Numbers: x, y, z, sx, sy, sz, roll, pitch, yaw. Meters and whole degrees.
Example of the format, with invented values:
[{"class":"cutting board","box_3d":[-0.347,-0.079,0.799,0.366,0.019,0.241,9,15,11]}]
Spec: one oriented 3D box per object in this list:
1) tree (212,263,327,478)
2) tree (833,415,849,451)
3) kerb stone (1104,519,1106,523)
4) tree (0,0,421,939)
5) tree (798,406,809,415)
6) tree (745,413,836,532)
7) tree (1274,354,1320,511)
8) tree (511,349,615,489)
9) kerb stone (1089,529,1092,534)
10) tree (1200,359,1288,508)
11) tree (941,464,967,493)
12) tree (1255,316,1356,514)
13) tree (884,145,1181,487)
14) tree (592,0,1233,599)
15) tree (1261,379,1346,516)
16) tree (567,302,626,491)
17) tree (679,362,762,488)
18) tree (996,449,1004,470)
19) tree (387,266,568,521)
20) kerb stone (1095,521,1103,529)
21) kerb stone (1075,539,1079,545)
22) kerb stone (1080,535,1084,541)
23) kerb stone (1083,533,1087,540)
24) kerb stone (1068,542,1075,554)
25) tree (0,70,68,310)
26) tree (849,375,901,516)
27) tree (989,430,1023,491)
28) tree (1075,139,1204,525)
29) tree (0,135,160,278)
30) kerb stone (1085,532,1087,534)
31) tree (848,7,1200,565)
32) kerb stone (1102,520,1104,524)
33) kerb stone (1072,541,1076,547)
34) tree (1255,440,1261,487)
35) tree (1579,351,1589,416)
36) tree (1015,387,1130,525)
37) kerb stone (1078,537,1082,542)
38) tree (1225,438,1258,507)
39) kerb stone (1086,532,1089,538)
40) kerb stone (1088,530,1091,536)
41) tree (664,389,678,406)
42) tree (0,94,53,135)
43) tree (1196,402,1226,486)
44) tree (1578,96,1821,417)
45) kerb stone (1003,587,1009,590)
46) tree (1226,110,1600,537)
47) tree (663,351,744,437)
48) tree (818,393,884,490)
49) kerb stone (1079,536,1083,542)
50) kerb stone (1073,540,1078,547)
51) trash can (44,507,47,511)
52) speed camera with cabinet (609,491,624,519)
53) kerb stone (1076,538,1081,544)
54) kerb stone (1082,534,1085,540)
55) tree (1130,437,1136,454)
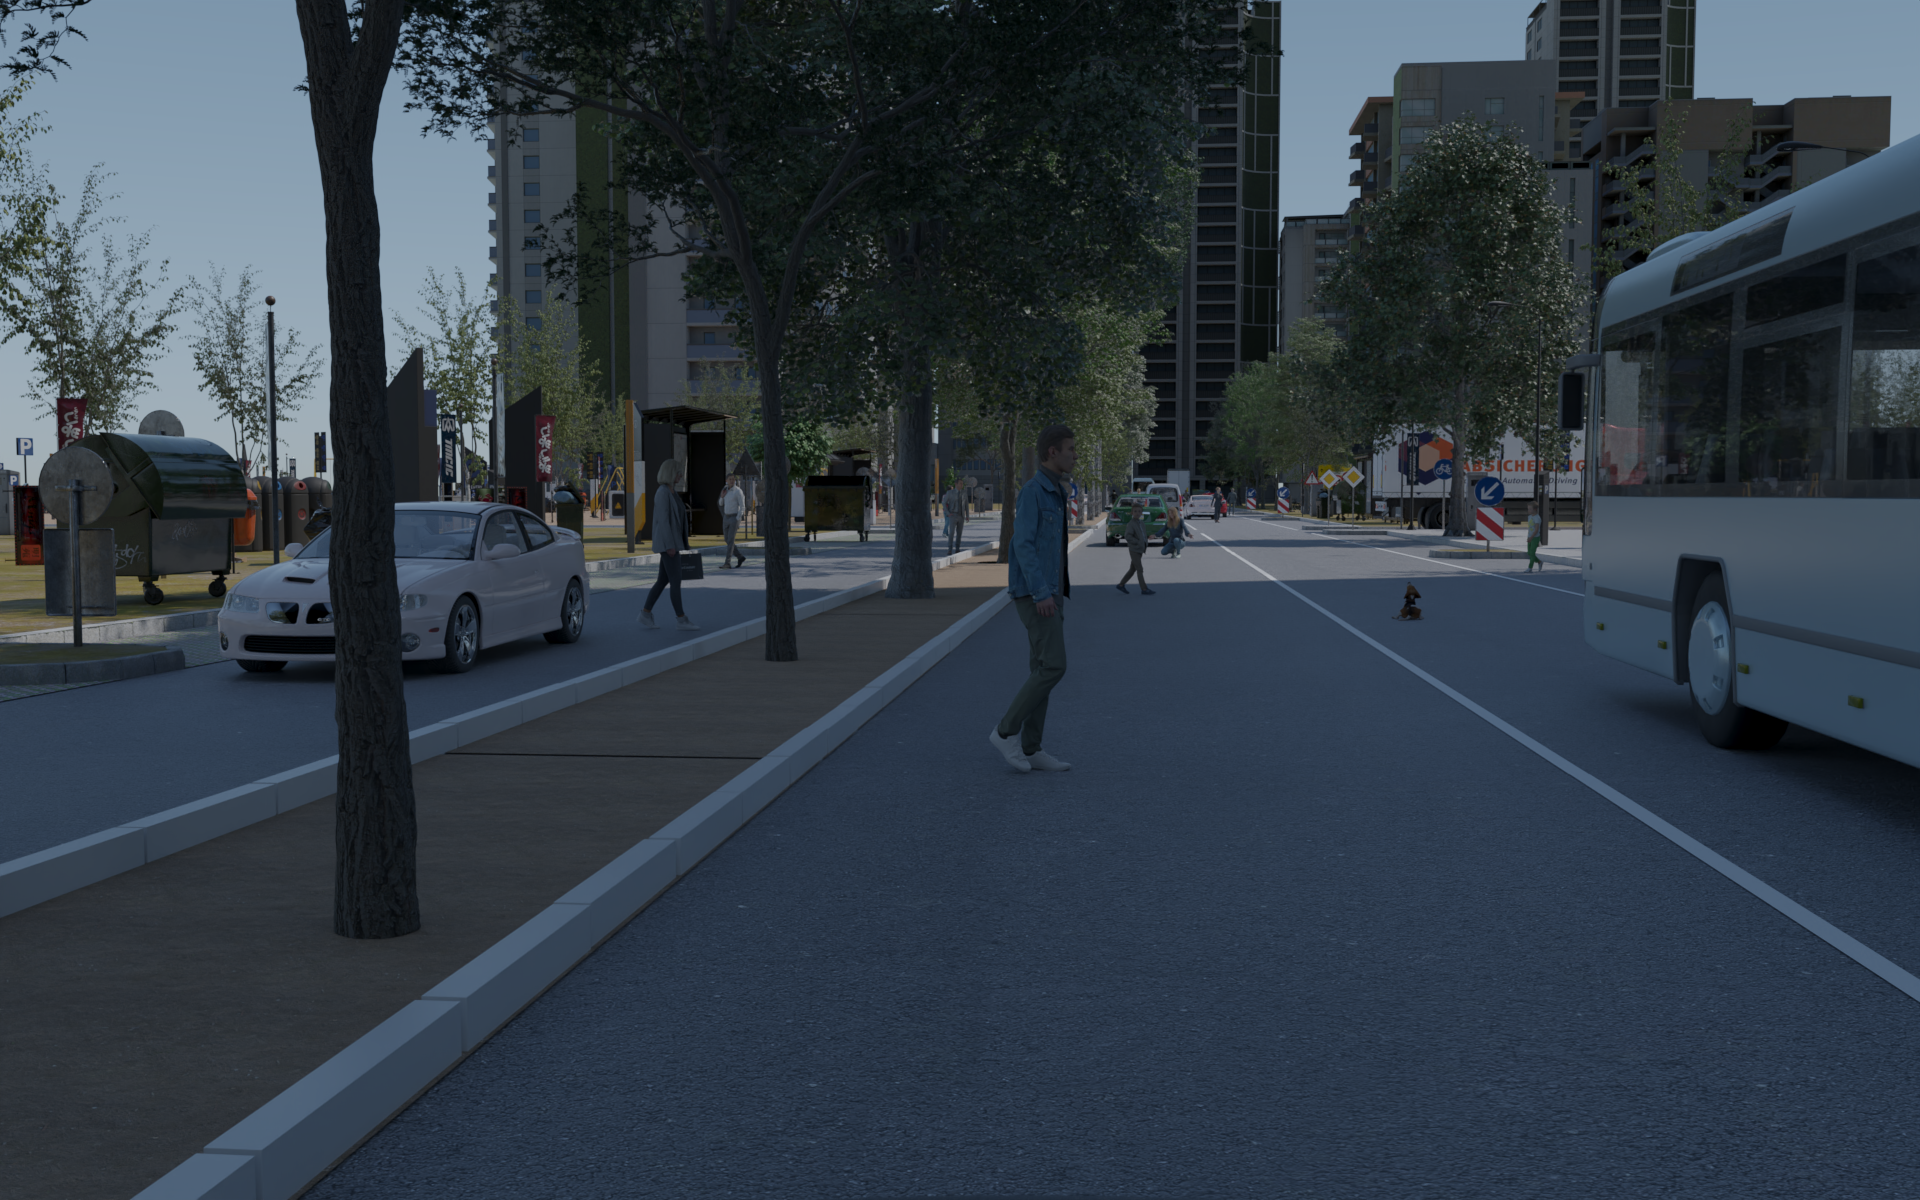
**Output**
[{"class":"tree","box_3d":[-22.669,-6.402,55.039,4.360,8.622,3.978,0,3,0]},{"class":"tree","box_3d":[-7.019,-10.871,128.103,4.360,8.622,3.978,0,3,0]},{"class":"kerb stone","box_3d":[6.624,-3.590,80.926,0.120,0.150,1.000,0,4,6]},{"class":"tree","box_3d":[-1.847,-4.209,5.693,8.767,10.594,7.601,0,4,6]},{"class":"tree","box_3d":[-9.804,-10.247,117.908,4.737,8.622,4.395,0,3,0]},{"class":"tree","box_3d":[-5.791,-4.576,58.537,4.285,4.588,4.351,0,3,0]},{"class":"tree","box_3d":[23.801,-12.519,130.438,9.928,11.665,9.643,0,3,0]},{"class":"tree","box_3d":[-19.854,-8.386,87.476,4.360,8.622,3.978,0,3,0]},{"class":"kerb stone","box_3d":[4.342,-2.246,58.910,0.120,0.150,1.000,0,4,6]},{"class":"tree","box_3d":[26.994,-15.115,157.504,12.009,13.543,11.850,0,3,0]},{"class":"tree","box_3d":[-0.535,-7.110,110.851,1.663,3.219,1.824,0,3,0]},{"class":"tree","box_3d":[22.578,-11.766,110.503,7.486,12.596,7.792,0,3,0]},{"class":"tree","box_3d":[1.661,-7.536,43.804,7.486,12.596,7.792,0,3,0]},{"class":"tree","box_3d":[-0.678,-6.998,23.530,9.857,13.997,8.962,0,3,0]},{"class":"tree","box_3d":[20.757,-9.228,101.233,4.360,8.622,3.978,0,3,0]},{"class":"tree","box_3d":[-14.803,-6.789,61.357,4.737,8.622,4.395,0,3,0]},{"class":"tree","box_3d":[-12.465,-8.877,95.501,4.737,8.622,4.395,0,3,0]},{"class":"tree","box_3d":[4.944,-13.035,163.489,4.737,8.622,4.395,0,3,0]},{"class":"tree","box_3d":[-15.916,-6.413,55.210,4.737,8.622,4.395,0,3,0]},{"class":"kerb stone","box_3d":[6.094,-3.281,75.837,0.120,0.150,1.000,0,4,6]},{"class":"kerb stone","box_3d":[3.074,-1.498,46.681,0.120,0.150,1.000,0,4,6]},{"class":"kerb stone","box_3d":[3.494,-1.742,50.765,0.120,0.150,1.000,0,4,6]},{"class":"kerb stone","box_3d":[3.710,-1.872,52.802,0.120,0.150,1.000,0,4,6]},{"class":"kerb stone","box_3d":[2.755,-1.305,43.626,0.120,0.150,1.000,0,4,6]},{"class":"tree","box_3d":[-14.175,-4.405,22.379,4.737,8.622,4.395,0,3,0]},{"class":"tree","box_3d":[-4.223,-9.347,103.190,4.360,8.622,3.978,0,3,0]},{"class":"tree","box_3d":[4.142,-12.025,146.969,4.360,8.622,3.978,0,3,0]},{"class":"tree","box_3d":[5.904,-14.381,93.473,12.611,20.169,13.585,0,3,0]},{"class":"tree","box_3d":[-19.394,-5.364,38.058,4.360,8.622,3.978,0,3,0]},{"class":"kerb stone","box_3d":[3.806,-1.934,53.819,0.120,0.150,1.000,0,4,6]},{"class":"tree","box_3d":[1.059,-6.535,35.057,9.928,11.665,9.643,0,3,0]},{"class":"kerb stone","box_3d":[6.300,-3.405,77.874,0.120,0.150,1.000,0,4,6]},{"class":"kerb stone","box_3d":[2.853,-1.370,44.643,0.120,0.150,1.000,0,4,6]},{"class":"tree","box_3d":[25.389,-11.504,138.455,4.360,8.622,3.978,0,3,0]},{"class":"tree","box_3d":[29.352,-7.752,77.106,4.360,8.622,3.978,0,3,0]},{"class":"tree","box_3d":[4.686,-7.266,71.618,4.737,8.622,4.395,0,3,0]},{"class":"kerb stone","box_3d":[3.283,-1.618,48.721,0.120,0.150,1.000,0,4,6]},{"class":"tree","box_3d":[29.260,-13.863,177.023,4.737,8.622,4.395,0,3,0]},{"class":"kerb stone","box_3d":[3.922,-1.995,54.835,0.120,0.150,1.000,0,4,6]},{"class":"kerb stone","box_3d":[4.130,-2.121,56.877,0.120,0.150,1.000,0,4,6]},{"class":"tree","box_3d":[-16.355,-9.568,106.806,4.737,8.622,4.395,0,3,0]},{"class":"tree","box_3d":[-16.831,-4.754,28.097,4.360,8.622,3.978,0,3,0]},{"class":"tree","box_3d":[30.757,-16.738,190.667,9.611,12.733,9.660,0,3,0]},{"class":"tree","box_3d":[13.993,-5.038,32.732,4.737,8.622,4.395,0,3,0]},{"class":"kerb stone","box_3d":[0.638,-0.063,23.252,0.120,0.150,1.000,0,4,6]},{"class":"tree","box_3d":[15.003,-8.262,52.090,9.611,12.733,9.660,0,3,0]},{"class":"tree","box_3d":[-13.041,-8.484,89.084,4.360,8.622,3.978,0,3,0]},{"class":"tree","box_3d":[-6.528,-9.764,110.004,4.737,8.622,4.395,0,3,0]},{"class":"kerb stone","box_3d":[3.388,-1.685,49.740,0.120,0.150,1.000,0,4,6]},{"class":"kerb stone","box_3d":[2.966,-1.435,45.664,0.120,0.150,1.000,0,4,6]},{"class":"trash can","box_3d":[-60.846,-6.356,115.580,0.748,1.137,0.748,0,3,0]},{"class":"speed camera with cabinet","box_3d":[-17.337,-5.890,90.642,2.038,3.252,0.660,-1,4,-13]},{"class":"kerb stone","box_3d":[3.177,-1.558,47.701,0.120,0.150,1.000,0,4,6]},{"class":"kerb stone","box_3d":[3.599,-1.810,51.786,0.120,0.150,1.000,0,4,6]},{"class":"tree","box_3d":[11.051,-10.796,129.328,4.737,8.622,4.395,0,3,0]}]
